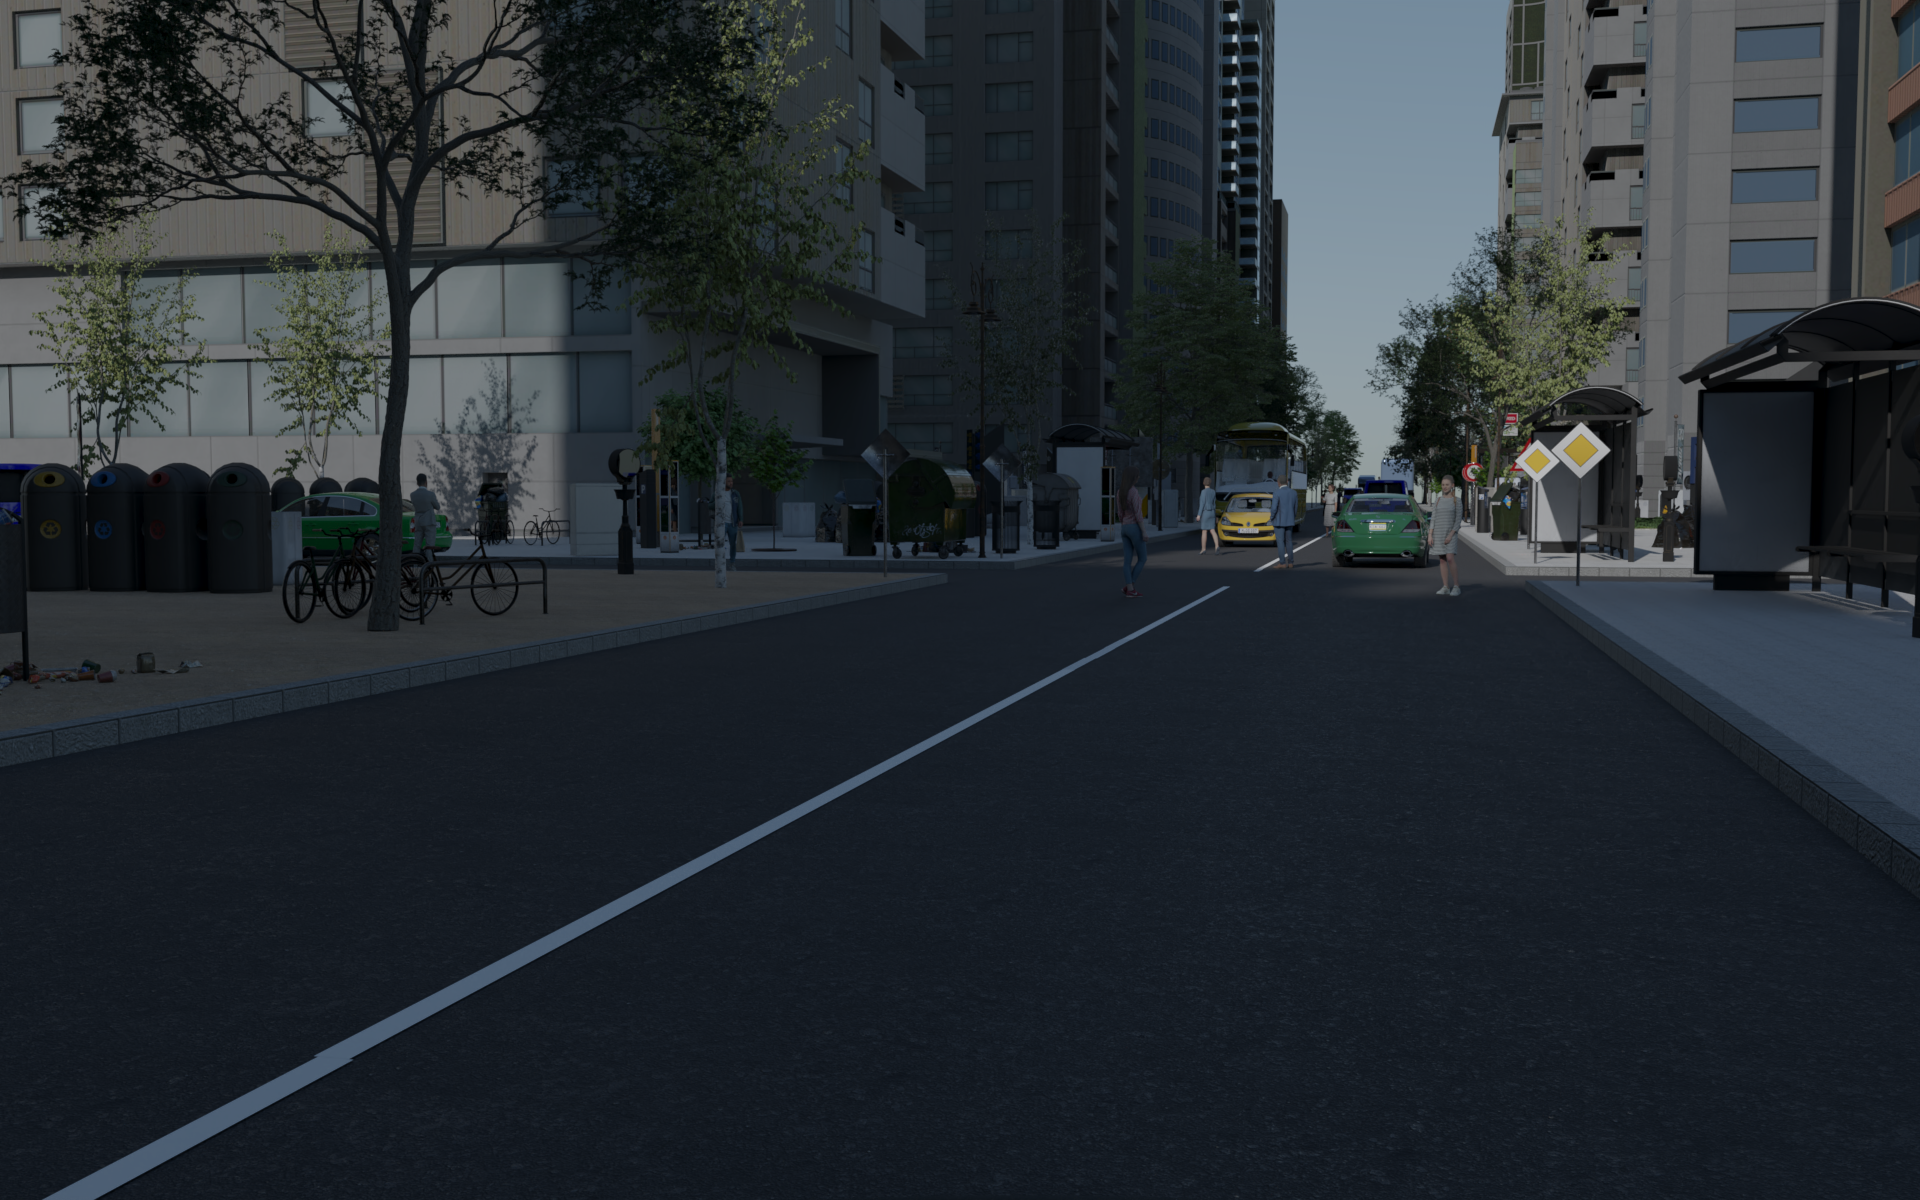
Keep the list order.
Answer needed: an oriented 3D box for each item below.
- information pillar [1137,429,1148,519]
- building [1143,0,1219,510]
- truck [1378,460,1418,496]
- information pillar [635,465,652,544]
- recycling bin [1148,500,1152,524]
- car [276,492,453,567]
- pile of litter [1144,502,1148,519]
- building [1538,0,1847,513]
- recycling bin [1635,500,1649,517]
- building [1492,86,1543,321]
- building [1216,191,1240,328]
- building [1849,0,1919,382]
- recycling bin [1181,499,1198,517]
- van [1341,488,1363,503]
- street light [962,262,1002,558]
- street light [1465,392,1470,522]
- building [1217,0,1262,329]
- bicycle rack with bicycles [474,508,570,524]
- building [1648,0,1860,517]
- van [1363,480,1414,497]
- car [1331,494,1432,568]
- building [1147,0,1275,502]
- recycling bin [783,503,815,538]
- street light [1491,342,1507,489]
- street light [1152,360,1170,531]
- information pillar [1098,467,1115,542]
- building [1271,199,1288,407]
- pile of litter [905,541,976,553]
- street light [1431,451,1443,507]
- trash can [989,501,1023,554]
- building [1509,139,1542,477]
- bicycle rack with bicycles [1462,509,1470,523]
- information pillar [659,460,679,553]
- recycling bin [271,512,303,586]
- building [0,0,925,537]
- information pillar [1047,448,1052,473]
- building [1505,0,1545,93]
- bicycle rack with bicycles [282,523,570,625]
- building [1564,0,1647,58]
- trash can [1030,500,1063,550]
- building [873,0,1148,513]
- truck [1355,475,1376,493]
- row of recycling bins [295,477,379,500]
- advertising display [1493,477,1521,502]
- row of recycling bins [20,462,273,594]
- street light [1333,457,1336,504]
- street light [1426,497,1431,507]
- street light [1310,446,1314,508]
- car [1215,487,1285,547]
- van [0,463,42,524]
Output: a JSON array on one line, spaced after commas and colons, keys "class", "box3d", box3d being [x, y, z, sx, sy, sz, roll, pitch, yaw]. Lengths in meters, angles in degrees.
[{"class": "information pillar", "box3d": [6.549, -4.336, 62.242, 0.504, 3.616, 0.183, -3, 5, -43]}, {"class": "building", "box3d": [9.498, -36.857, 144.615, 21.231, 58.520, 28.212, 1, 4, 14]}, {"class": "truck", "box3d": [31.363, -8.264, 124.870, 2.967, 4.110, 18.799, 1, 4, 15]}, {"class": "information pillar", "box3d": [-8.105, -2.440, 44.393, 0.304, 2.012, 0.304, 2, 4, 29]}, {"class": "recycling bin", "box3d": [8.550, -3.779, 74.335, 0.722, 1.027, 0.722, 3, 4, 36]}, {"class": "car", "box3d": [-12.670, -1.602, 34.990, 4.718, 1.807, 1.959, 1, 4, 12]}, {"class": "pile of litter", "box3d": [9.762, -4.674, 90.387, 1.719, 0.858, 1.176, 1, 4, 12]}, {"class": "building", "box3d": [61.842, -37.262, 151.228, 21.231, 58.520, 28.212, 1, 4, 14]}, {"class": "recycling bin", "box3d": [27.553, -3.550, 70.604, 0.722, 1.027, 0.722, -1, 4, -9]}, {"class": "building", "box3d": [82.585, -38.541, 219.390, 28.713, 52.752, 27.495, 1, 4, 14]}, {"class": "building", "box3d": [18.958, -24.082, 165.449, 14.160, 30.474, 14.107, 1, 4, 14]}, {"class": "building", "box3d": [37.655, -23.778, 43.396, 28.867, 44.769, 22.147, 1, 4, 14]}, {"class": "recycling bin", "box3d": [12.959, -5.225, 97.977, 0.722, 1.027, 0.722, -2, 4, -23]}, {"class": "van", "box3d": [37.563, -9.848, 165.406, 2.240, 2.365, 5.245, 1, 4, 14]}, {"class": "street light", "box3d": [0.447, -3.784, 34.655, 0.468, 5.910, 1.993, 1, 4, 14]}, {"class": "street light", "box3d": [22.880, -6.445, 78.158, 0.468, 5.910, 1.993, 1, 4, 14]}, {"class": "building", "box3d": [26.905, -55.119, 213.864, 22.319, 86.520, 31.000, 1, 4, 14]}, {"class": "bicycle rack with bicycles", "box3d": [-11.236, -1.862, 43.822, 2.852, 0.926, 2.925, 1, 4, 11]}, {"class": "building", "box3d": [45.157, -33.218, 85.120, 21.231, 58.520, 28.212, 1, 4, 14]}, {"class": "van", "box3d": [18.829, -4.403, 76.366, 2.240, 2.365, 5.245, 1, 4, 16]}, {"class": "car", "box3d": [8.574, -1.428, 35.144, 2.131, 1.459, 4.920, 1, 4, 16]}, {"class": "building", "box3d": [34.793, -49.018, 239.689, 20.563, 71.187, 20.611, 1, 4, 14]}, {"class": "recycling bin", "box3d": [-4.789, -2.381, 51.489, 0.722, 1.027, 0.722, 2, 4, 32]}, {"class": "street light", "box3d": [16.382, -4.884, 52.649, 0.468, 5.910, 1.993, 1, 4, 14]}, {"class": "street light", "box3d": [6.969, -5.341, 60.111, 0.468, 5.910, 1.993, 1, 4, 14]}, {"class": "information pillar", "box3d": [3.982, -2.579, 46.658, 0.304, 2.012, 0.304, 2, 4, 29]}, {"class": "building", "box3d": [40.992, -37.108, 256.830, 14.600, 45.320, 14.200, 1, 4, 14]}, {"class": "pile of litter", "box3d": [-0.404, -1.485, 38.248, 1.176, 0.858, 1.719, -3, 4, -38]}, {"class": "street light", "box3d": [41.820, -10.959, 151.968, 0.468, 5.910, 1.993, 1, 4, 14]}, {"class": "trash can", "box3d": [0.992, -1.577, 37.435, 0.748, 1.137, 0.748, 0, 3, 0]}, {"class": "building", "box3d": [71.093, -31.652, 201.111, 14.154, 41.232, 14.086, 1, 4, 14]}, {"class": "bicycle rack with bicycles", "box3d": [23.433, -3.807, 75.630, 2.925, 0.926, 2.852, 1, 4, 11]}, {"class": "information pillar", "box3d": [-6.329, -2.031, 37.695, 0.304, 2.012, 0.304, 2, 4, 33]}, {"class": "recycling bin", "box3d": [-9.803, -0.735, 24.575, 0.722, 1.027, 0.722, 0, 4, -3]}, {"class": "building", "box3d": [-17.085, -29.057, 64.314, 28.713, 52.752, 27.495, 1, 4, 14]}, {"class": "information pillar", "box3d": [4.558, -5.864, 87.225, 0.504, 3.616, 0.183, 3, 5, 41]}, {"class": "building", "box3d": [85.024, -49.239, 243.308, 20.563, 71.187, 20.611, 1, 4, 14]}, {"class": "bicycle rack with bicycles", "box3d": [-5.828, -0.289, 18.101, 2.852, 0.926, 2.925, 2, 4, 30]}, {"class": "building", "box3d": [58.184, -32.685, 123.644, 28.713, 52.752, 27.495, 1, 4, 14]}, {"class": "trash can", "box3d": [2.005, -1.743, 40.144, 0.748, 1.137, 0.748, 0, 3, 0]}, {"class": "building", "box3d": [2.503, -25.280, 96.916, 14.154, 41.232, 14.086, 1, 4, 14]}, {"class": "truck", "box3d": [59.377, -15.999, 251.346, 2.967, 4.110, 18.799, 1, 4, 16]}, {"class": "row of recycling bins", "box3d": [-15.888, -2.147, 42.214, 3.534, 1.692, 1.069, -3, 4, -36]}, {"class": "advertising display", "box3d": [20.134, -3.580, 63.748, 0.974, 1.923, 0.123, 0, 4, 8]}, {"class": "row of recycling bins", "box3d": [-10.755, -0.967, 22.923, 3.534, 1.692, 1.069, 1, 4, 10]}, {"class": "street light", "box3d": [46.639, -14.832, 215.292, 0.468, 5.910, 1.993, 1, 4, 14]}, {"class": "street light", "box3d": [48.403, -12.539, 177.795, 0.468, 5.910, 1.993, 1, 4, 14]}, {"class": "street light", "box3d": [32.750, -11.513, 161.020, 0.468, 5.910, 1.993, 1, 4, 14]}, {"class": "car", "box3d": [8.116, -2.308, 47.956, 2.015, 1.641, 3.980, 1, 4, 13]}, {"class": "van", "box3d": [-20.972, -1.876, 35.058, 5.245, 2.365, 2.240, 1, 4, 14]}]
